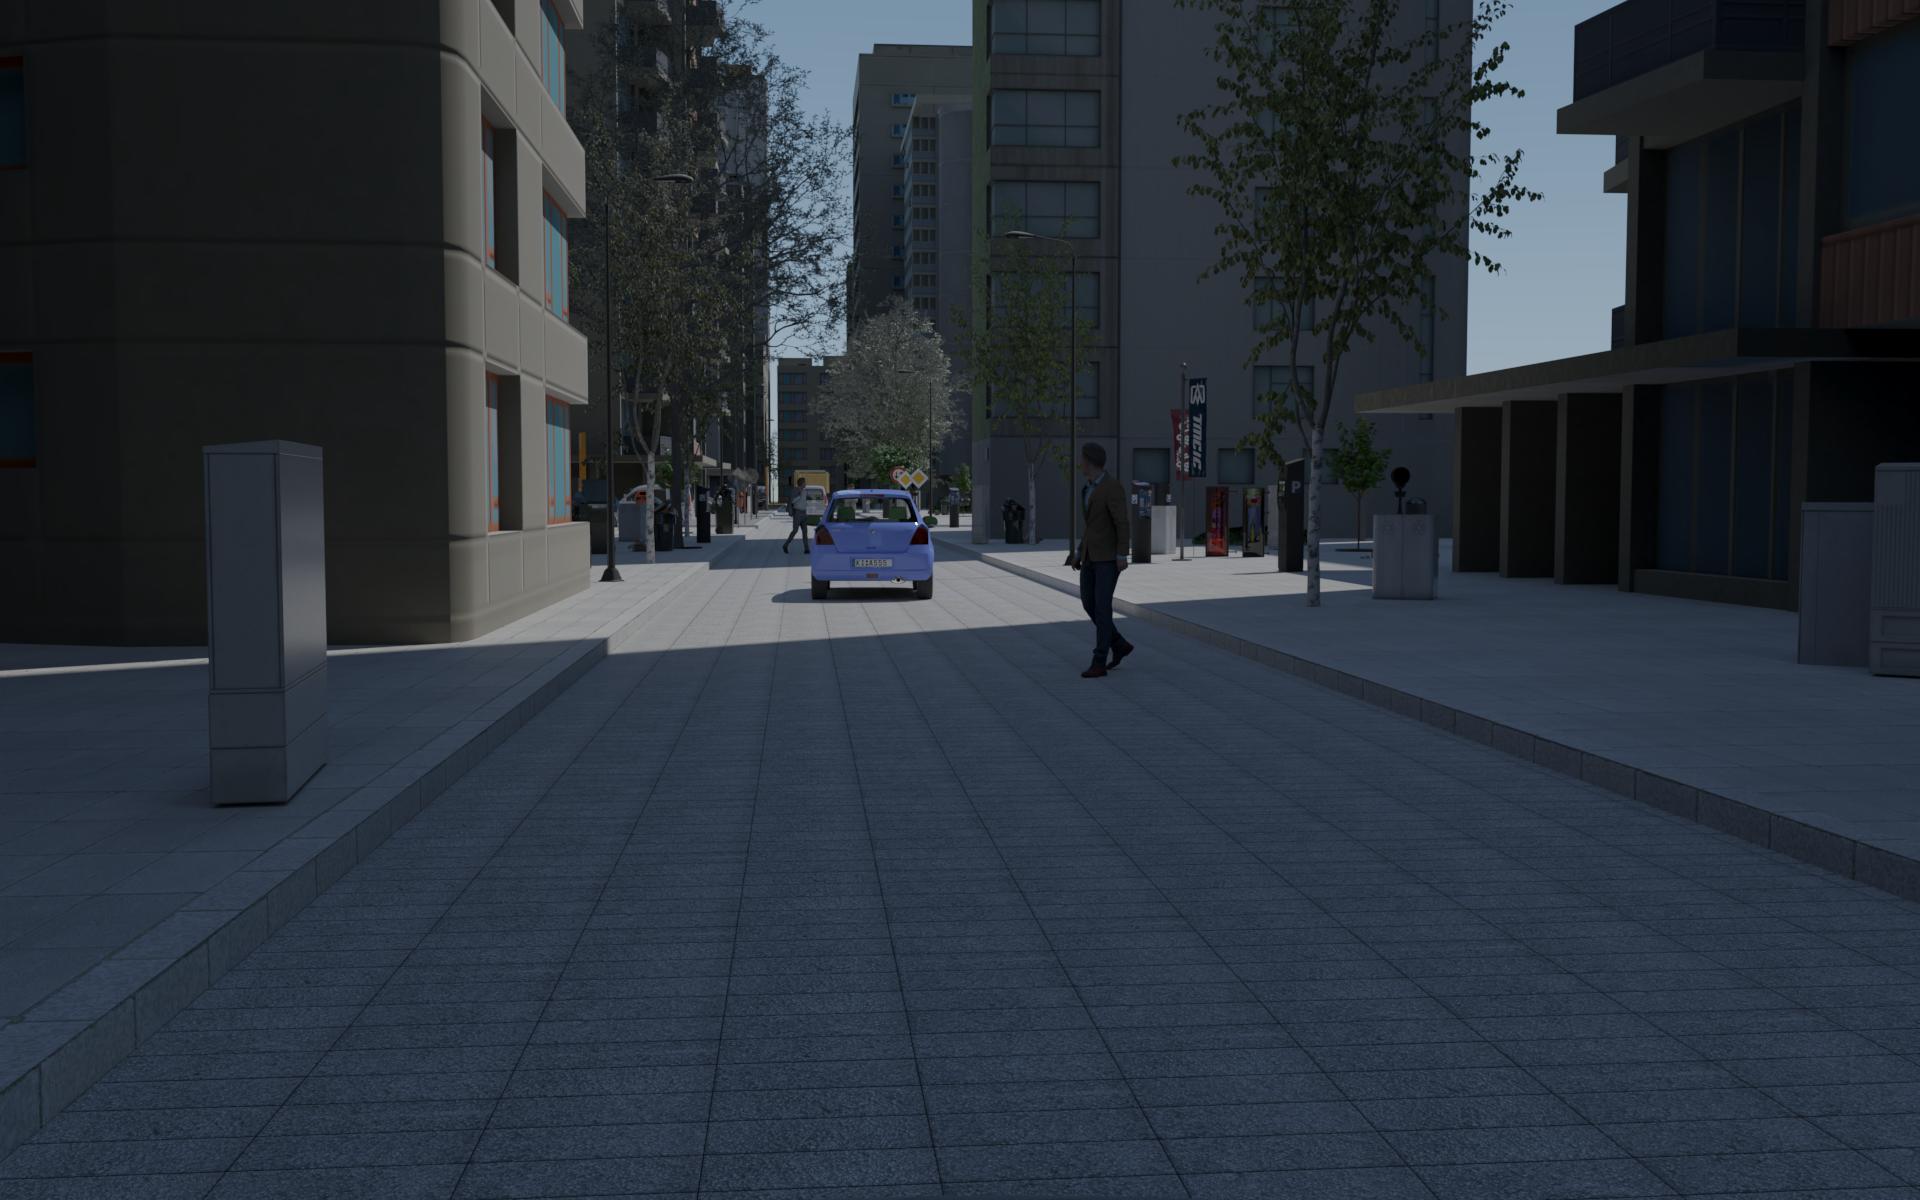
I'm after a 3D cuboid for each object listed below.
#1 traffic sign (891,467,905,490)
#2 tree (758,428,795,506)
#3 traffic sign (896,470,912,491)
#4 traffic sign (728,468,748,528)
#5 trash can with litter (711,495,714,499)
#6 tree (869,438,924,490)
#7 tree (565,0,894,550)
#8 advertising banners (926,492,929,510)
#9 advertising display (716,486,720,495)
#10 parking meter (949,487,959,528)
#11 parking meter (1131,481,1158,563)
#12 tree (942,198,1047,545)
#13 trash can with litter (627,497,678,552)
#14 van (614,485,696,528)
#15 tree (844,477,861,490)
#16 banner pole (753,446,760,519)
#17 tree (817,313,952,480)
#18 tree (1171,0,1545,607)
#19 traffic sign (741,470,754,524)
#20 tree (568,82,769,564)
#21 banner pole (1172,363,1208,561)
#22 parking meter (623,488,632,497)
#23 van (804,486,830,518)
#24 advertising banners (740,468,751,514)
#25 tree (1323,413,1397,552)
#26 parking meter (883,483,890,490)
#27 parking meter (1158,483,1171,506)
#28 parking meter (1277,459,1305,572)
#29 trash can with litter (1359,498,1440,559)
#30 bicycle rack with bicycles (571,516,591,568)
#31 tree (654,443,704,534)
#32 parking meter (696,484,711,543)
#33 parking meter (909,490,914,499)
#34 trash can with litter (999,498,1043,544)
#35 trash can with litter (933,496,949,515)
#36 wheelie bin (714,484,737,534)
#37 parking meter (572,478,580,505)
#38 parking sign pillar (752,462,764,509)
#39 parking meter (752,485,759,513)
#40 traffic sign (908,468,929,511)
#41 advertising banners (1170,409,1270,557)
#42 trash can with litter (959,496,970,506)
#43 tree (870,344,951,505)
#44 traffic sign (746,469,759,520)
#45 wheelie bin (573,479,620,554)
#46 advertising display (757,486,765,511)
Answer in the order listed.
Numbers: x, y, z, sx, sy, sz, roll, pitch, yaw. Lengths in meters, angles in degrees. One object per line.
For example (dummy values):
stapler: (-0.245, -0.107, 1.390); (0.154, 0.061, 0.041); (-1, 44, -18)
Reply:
traffic sign: (-2.854, -4.937, 80.818); (0.768, 2.556, 0.104); (0, 4, 0)
tree: (-20.667, -14.829, 192.819); (4.737, 8.622, 4.395); (0, 3, 0)
traffic sign: (-2.309, -4.283, 73.674); (0.795, 2.450, 0.064); (0, 4, -5)
traffic sign: (-8.341, -3.760, 65.120); (0.795, 2.450, 0.064); (0, 4, -5)
trash can with litter: (-20.701, -8.027, 142.633); (1.055, 1.170, 0.624); (1, 4, 19)
tree: (-3.478, -6.885, 96.278); (4.285, 4.588, 4.351); (0, 3, 0)
tree: (-6.579, -7.934, 40.091); (12.009, 13.543, 11.850); (0, 3, 0)
advertising banners: (-2.549, -8.832, 140.584); (0.090, 3.025, 2.074); (1, 4, 9)
advertising display: (-20.091, -8.573, 145.375); (0.974, 1.923, 0.123); (3, 4, 36)
parking meter: (-0.217, -3.530, 66.119); (0.372, 1.533, 0.369); (0, 3, 0)
parking meter: (3.389, -1.463, 32.339); (0.372, 1.533, 0.369); (0, 3, 0)
tree: (1.728, -5.662, 42.944); (4.737, 8.622, 4.395); (0, 3, 0)
trash can with litter: (-6.861, -1.669, 38.679); (1.055, 1.170, 0.624); (-2, 4, -25)
van: (-12.753, -3.841, 69.809); (4.112, 2.044, 2.013); (0, 4, -4)
tree: (-10.625, -10.734, 170.094); (1.663, 3.219, 1.824); (0, 3, 0)
banner pole: (-10.715, -6.175, 90.973); (0.401, 3.779, 0.863); (0, 4, -8)
tree: (-5.123, -13.037, 119.811); (9.857, 13.997, 8.962); (0, 3, 0)
tree: (4.223, -4.241, 19.697); (4.737, 8.622, 4.395); (0, 3, 0)
traffic sign: (-9.076, -4.246, 73.072); (0.795, 2.450, 0.064); (0, 4, -5)
tree: (-5.652, -4.986, 31.883); (4.360, 8.622, 3.978); (0, 3, 0)
banner pole: (4.413, -2.632, 33.050); (0.401, 3.779, 0.863); (-3, 4, -38)
parking meter: (-14.184, -4.008, 73.942); (0.372, 1.533, 0.369); (0, 3, 0)
van: (-7.670, -5.072, 89.935); (2.013, 2.044, 4.112); (0, 4, -4)
advertising banners: (-14.113, -7.211, 114.086); (0.090, 3.025, 2.074); (1, 4, 14)
tree: (8.986, -2.693, 38.632); (1.663, 3.219, 1.824); (0, 3, 0)
parking meter: (-3.917, -5.240, 91.379); (0.399, 1.863, 0.255); (0, 4, -6)
parking meter: (4.649, -1.921, 39.815); (0.372, 1.533, 0.369); (0, 3, 0)
parking meter: (5.445, -1.395, 28.521); (0.399, 1.863, 0.255); (-1, 4, -22)
trash can with litter: (8.868, -1.471, 35.114); (2.233, 1.210, 1.678); (-2, 4, -28)
bicycle rack with bicycles: (-7.319, -0.940, 28.759); (2.852, 0.926, 2.925); (0, 4, -3)
tree: (-9.200, -3.766, 56.182); (1.663, 3.219, 1.824); (0, 3, 0)
parking meter: (-6.738, -2.268, 45.490); (0.372, 1.533, 0.369); (0, 3, 0)
parking meter: (-3.115, -6.412, 113.242); (0.372, 1.533, 0.369); (0, 3, 0)
trash can with litter: (1.576, -2.042, 44.766); (1.055, 1.170, 0.624); (-2, 4, -27)
trash can with litter: (-1.103, -5.681, 104.269); (1.055, 1.170, 0.624); (-1, 4, -12)
wheelie bin: (-7.543, -2.920, 55.652); (0.693, 1.594, 0.980); (0, 4, -2)
parking meter: (-13.624, -3.435, 61.878); (0.255, 1.863, 0.399); (2, 4, 32)
parking sign pillar: (-17.082, -9.552, 144.648); (1.447, 3.967, 1.447); (0, 4, 4)
parking meter: (-13.566, -6.668, 114.728); (0.399, 1.863, 0.255); (0, 4, 8)
traffic sign: (-1.574, -3.797, 65.723); (0.795, 2.450, 0.064); (0, 4, -5)
advertising banners: (5.296, -2.399, 35.416); (2.074, 3.025, 0.090); (1, 4, 22)
trash can with litter: (0.192, -7.392, 132.239); (1.055, 1.170, 0.624); (-1, 4, -14)
tree: (-2.246, -8.183, 84.147); (4.360, 8.622, 3.978); (0, 3, 0)
traffic sign: (-10.415, -5.274, 86.333); (0.768, 2.556, 0.104); (0, 4, 2)
wheelie bin: (-7.805, -1.783, 37.065); (0.980, 1.594, 0.693); (-2, 4, -30)
advertising display: (-15.577, -7.929, 134.854); (0.974, 1.923, 0.123); (-2, 4, -32)
